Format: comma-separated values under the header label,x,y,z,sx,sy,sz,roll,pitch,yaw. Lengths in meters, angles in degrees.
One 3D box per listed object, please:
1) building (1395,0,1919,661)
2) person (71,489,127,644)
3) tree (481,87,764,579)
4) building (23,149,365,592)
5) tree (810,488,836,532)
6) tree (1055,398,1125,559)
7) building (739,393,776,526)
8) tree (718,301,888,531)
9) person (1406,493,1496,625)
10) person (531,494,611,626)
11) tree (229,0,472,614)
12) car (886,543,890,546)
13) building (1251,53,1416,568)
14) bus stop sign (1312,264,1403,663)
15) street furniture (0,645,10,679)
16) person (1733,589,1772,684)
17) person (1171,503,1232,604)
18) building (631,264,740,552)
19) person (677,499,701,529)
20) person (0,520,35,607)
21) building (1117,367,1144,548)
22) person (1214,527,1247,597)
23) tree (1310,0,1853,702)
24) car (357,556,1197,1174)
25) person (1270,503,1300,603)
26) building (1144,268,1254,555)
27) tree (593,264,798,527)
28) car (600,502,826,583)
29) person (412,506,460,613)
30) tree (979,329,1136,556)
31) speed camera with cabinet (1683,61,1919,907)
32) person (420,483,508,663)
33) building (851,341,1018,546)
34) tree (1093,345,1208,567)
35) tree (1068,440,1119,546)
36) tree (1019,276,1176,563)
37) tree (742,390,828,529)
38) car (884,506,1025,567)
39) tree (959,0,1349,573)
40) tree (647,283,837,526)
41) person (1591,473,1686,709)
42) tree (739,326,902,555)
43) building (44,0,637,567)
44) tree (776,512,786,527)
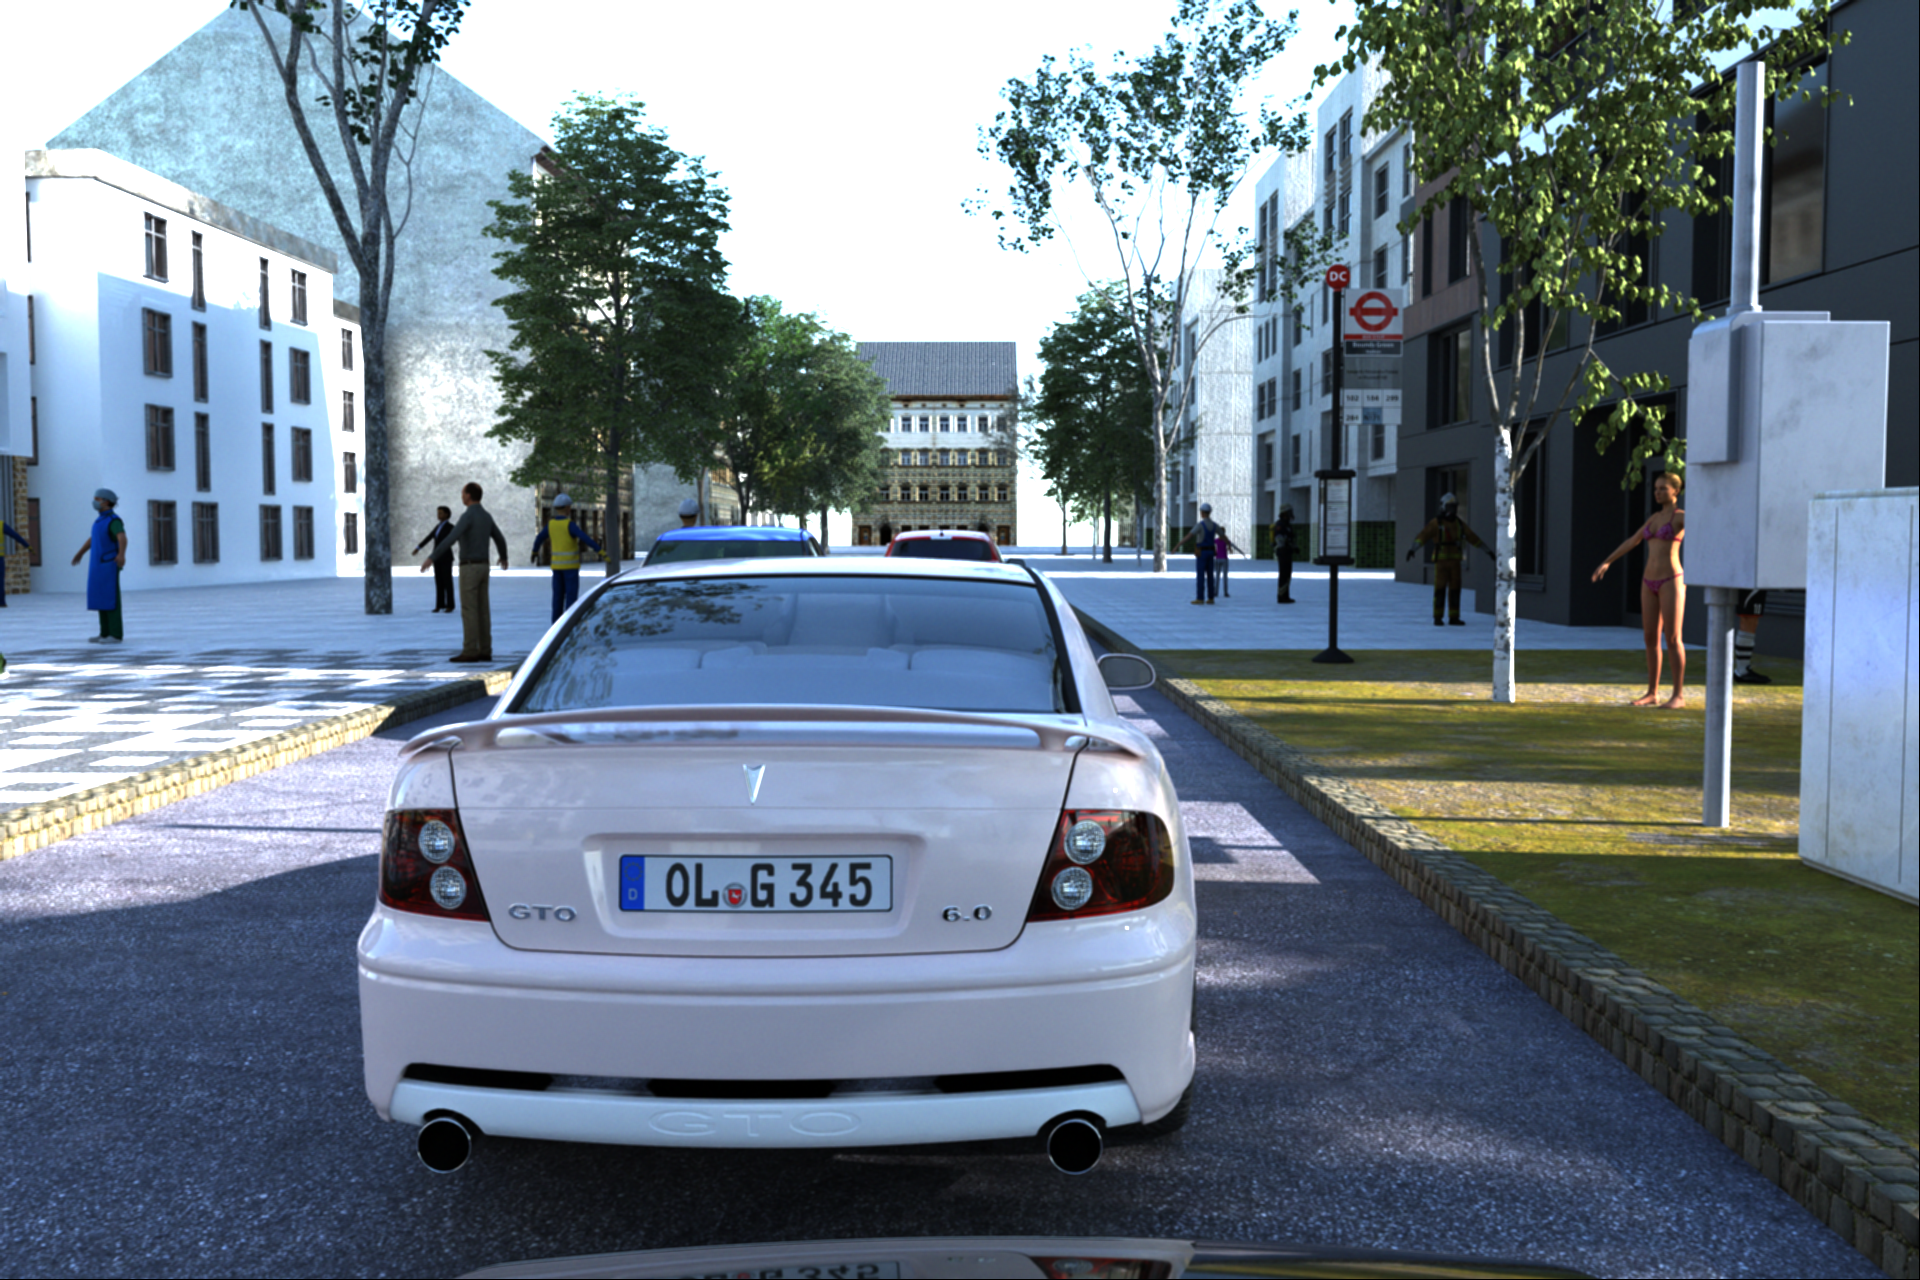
label,x,y,z,sx,sy,sz,roll,pitch,yaw
building,22.342,-11.379,30.016,27.936,21.610,32.646,0,4,0
person,-10.076,-0.872,20.386,1.347,1.817,0.704,3,5,42
tree,-8.684,-7.746,44.772,7.486,12.596,7.792,0,3,0
building,-23.162,-6.720,52.023,9.099,9.664,28.070,0,4,1
tree,-15.050,-14.749,191.501,4.360,8.622,3.978,0,3,0
tree,6.802,-8.448,88.486,4.737,8.622,4.395,0,3,0
building,-26.950,-17.924,159.508,16.747,18.905,31.486,0,4,0
tree,-8.591,-11.433,93.591,9.857,13.997,8.962,0,3,0
person,6.865,-1.135,24.319,1.354,1.858,0.705,-1,4,-12
person,-4.792,-0.903,21.230,1.216,1.772,0.721,2,4,27
tree,-10.713,-10.445,26.658,12.611,20.169,13.585,0,3,0
car,-2.362,-4.178,80.679,2.083,1.381,4.827,0,4,0
building,23.183,-12.596,72.396,16.747,18.905,31.486,0,4,0
bus stop sign,3.957,-1.746,17.243,0.855,3.939,0.416,0,3,0
street furniture,-13.632,0.092,14.119,10.072,0.657,5.734,1,4,13
person,6.858,-0.540,14.971,0.704,1.843,1.345,1,4,21
person,4.477,-1.581,31.706,1.347,1.847,0.705,-2,4,-28
building,-27.148,-18.394,131.677,19.493,23.208,18.063,0,4,-1
person,-2.624,-0.493,16.975,1.216,1.772,0.721,0,4,7
person,-16.925,-1.486,30.269,1.349,1.833,0.705,-2,4,-29
building,25.475,-20.650,168.548,19.493,23.208,18.063,0,3,0
person,5.359,-1.600,35.419,0.991,1.433,0.599,1,4,18
tree,4.239,-3.818,12.794,4.737,8.622,4.395,0,3,0
car,-0.364,0.418,5.527,2.083,1.381,4.827,0,4,0
person,6.067,-1.614,32.167,0.705,1.856,1.354,1,4,22
building,23.252,-15.740,123.804,16.747,18.905,31.486,0,3,0
tree,-9.193,-7.666,59.751,7.601,10.594,8.767,-2,4,-32
car,-1.726,-0.229,13.329,1.945,1.707,3.694,0,4,0
person,-8.495,-1.319,28.284,1.216,1.740,0.721,2,4,32
tree,6.137,-11.740,102.325,12.009,13.543,11.850,0,3,0
speed camera with cabinet,3.533,-0.756,6.703,0.660,3.252,2.038,0,4,-2
person,-4.905,-0.681,17.402,0.705,1.796,1.348,1,4,20
building,-2.679,-22.172,195.904,18.063,23.208,19.493,0,4,1
tree,6.880,-7.207,68.197,4.360,8.622,3.978,0,3,0
tree,15.632,-16.657,190.466,7.486,12.596,7.792,0,3,0
tree,6.222,-9.706,76.821,7.486,12.596,7.792,0,3,0
tree,-8.647,-8.151,83.632,4.737,8.622,4.395,0,3,0
car,-0.211,-0.829,22.602,2.155,1.783,4.494,0,4,1
tree,6.312,-12.221,55.702,12.611,20.169,13.585,0,3,0
tree,-8.819,-8.856,70.558,9.928,11.665,9.643,0,3,0
person,5.165,-0.369,12.843,0.721,1.733,1.217,-1,4,-23
tree,-8.392,-12.159,105.453,9.857,13.997,8.962,0,3,0
building,-25.533,-14.999,76.162,19.493,23.208,18.063,0,4,1
tree,-20.141,-14.948,194.756,4.737,8.622,4.395,0,3,0
